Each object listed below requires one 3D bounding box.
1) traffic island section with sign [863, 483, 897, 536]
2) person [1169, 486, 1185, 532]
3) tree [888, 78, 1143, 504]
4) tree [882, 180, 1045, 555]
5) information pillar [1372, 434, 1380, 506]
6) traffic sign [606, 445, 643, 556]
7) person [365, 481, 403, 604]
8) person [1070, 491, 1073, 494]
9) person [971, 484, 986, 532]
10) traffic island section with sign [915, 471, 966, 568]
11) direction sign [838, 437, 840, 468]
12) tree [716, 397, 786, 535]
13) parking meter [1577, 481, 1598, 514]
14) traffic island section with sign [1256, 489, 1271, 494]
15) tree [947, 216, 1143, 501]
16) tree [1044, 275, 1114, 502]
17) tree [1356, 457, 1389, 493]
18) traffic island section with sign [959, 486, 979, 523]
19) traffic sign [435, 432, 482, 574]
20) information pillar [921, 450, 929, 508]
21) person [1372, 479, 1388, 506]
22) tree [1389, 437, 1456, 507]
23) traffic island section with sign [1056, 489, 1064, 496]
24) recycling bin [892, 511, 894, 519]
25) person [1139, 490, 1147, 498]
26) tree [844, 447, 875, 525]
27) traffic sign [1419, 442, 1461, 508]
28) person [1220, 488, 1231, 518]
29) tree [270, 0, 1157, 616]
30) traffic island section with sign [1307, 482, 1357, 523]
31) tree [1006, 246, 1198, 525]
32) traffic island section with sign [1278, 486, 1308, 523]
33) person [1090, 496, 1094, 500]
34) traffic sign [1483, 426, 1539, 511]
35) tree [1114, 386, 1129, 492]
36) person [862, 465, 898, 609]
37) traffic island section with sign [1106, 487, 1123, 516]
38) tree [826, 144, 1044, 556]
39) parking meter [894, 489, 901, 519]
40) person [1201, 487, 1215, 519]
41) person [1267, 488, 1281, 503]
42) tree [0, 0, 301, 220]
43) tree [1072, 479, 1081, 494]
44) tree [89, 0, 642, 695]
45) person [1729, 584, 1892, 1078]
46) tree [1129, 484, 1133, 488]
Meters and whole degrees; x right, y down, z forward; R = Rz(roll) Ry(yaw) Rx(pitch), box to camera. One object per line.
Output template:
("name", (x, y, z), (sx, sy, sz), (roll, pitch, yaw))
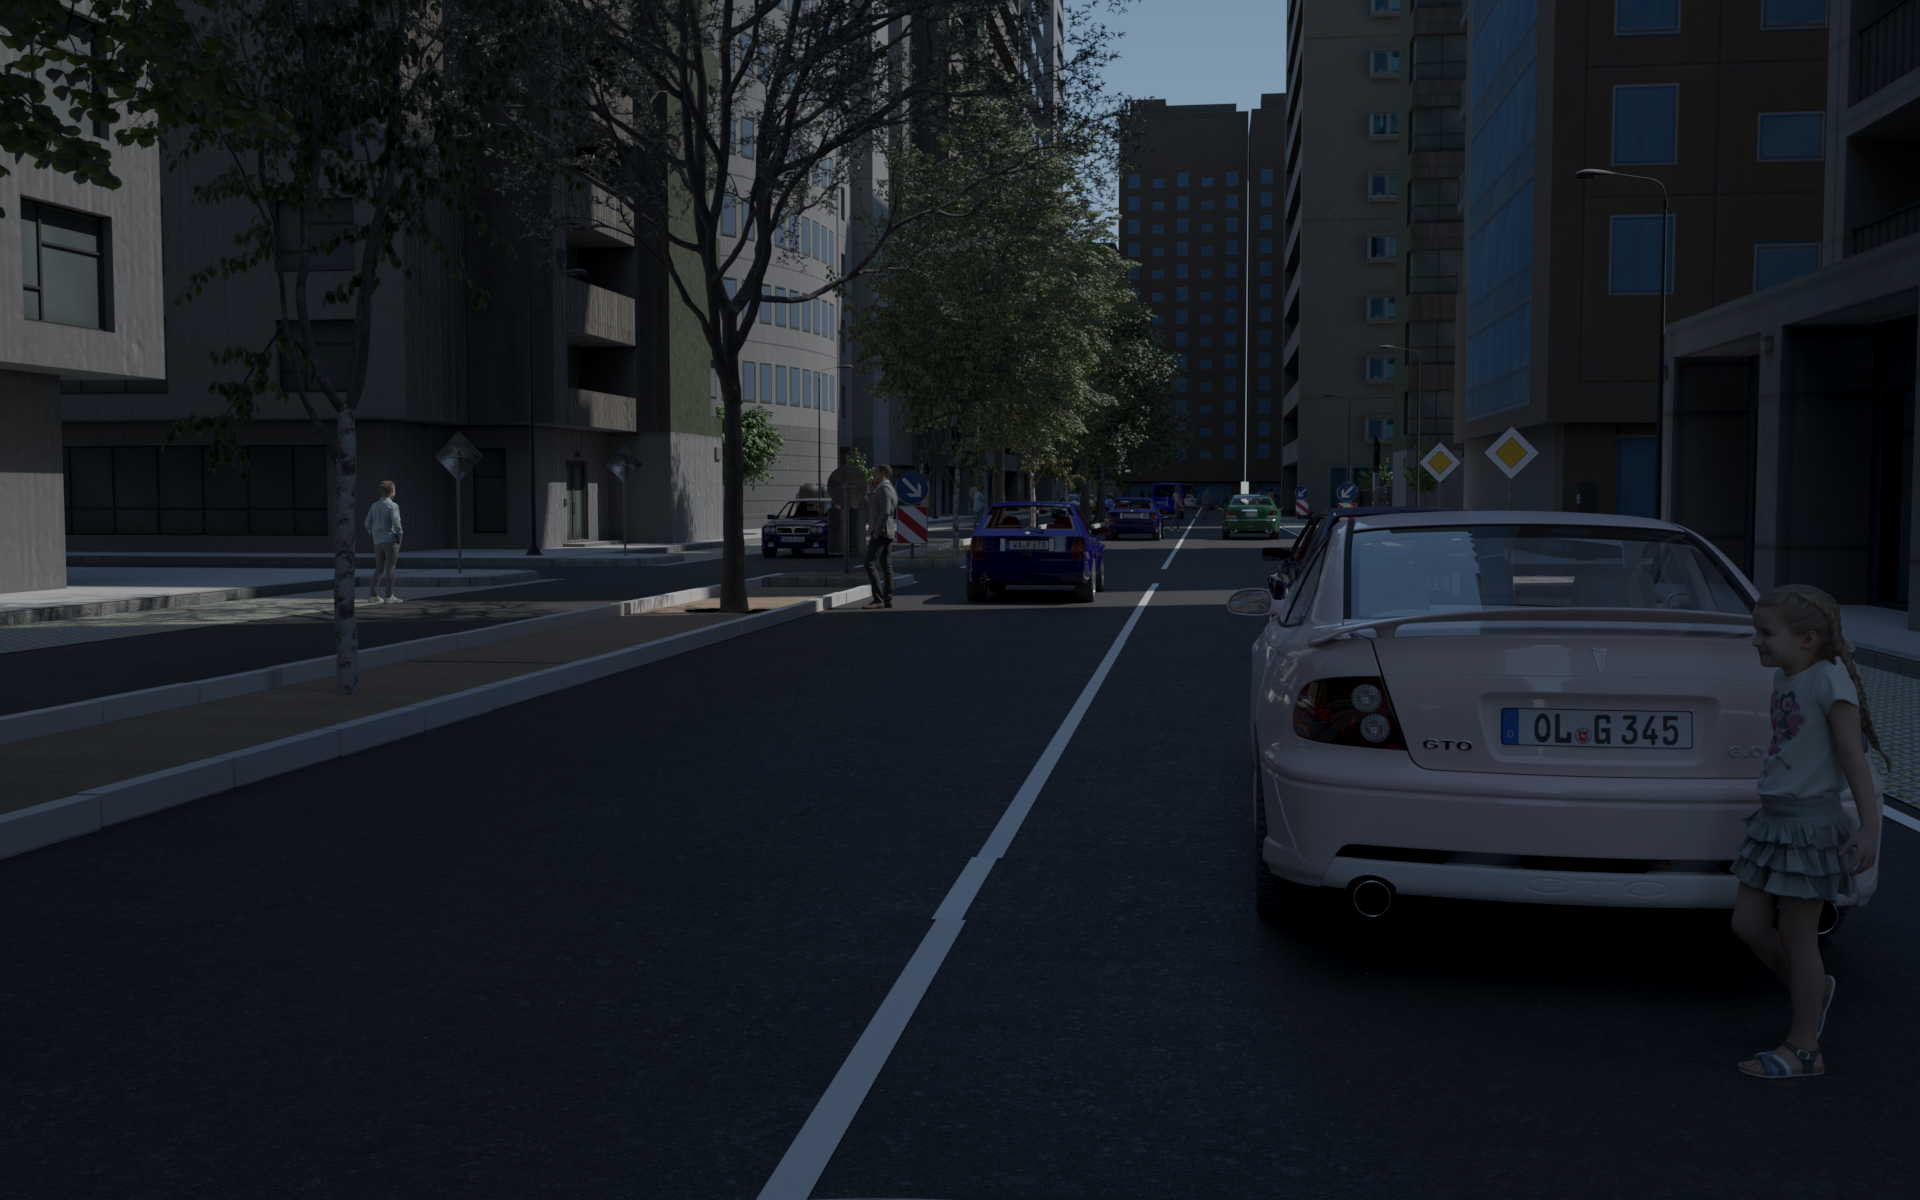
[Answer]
("traffic island section with sign", (-3.106, -3.152, 60.156), (1.989, 1.847, 2.006), (1, 4, 8))
("person", (8.190, -3.457, 65.610), (0.643, 1.750, 0.593), (-1, 4, -8))
("tree", (0.986, -7.713, 46.687), (7.486, 12.596, 7.792), (0, 3, 0))
("tree", (-0.079, -5.355, 40.367), (4.360, 8.622, 3.978), (0, 3, 0))
("information pillar", (16.224, -4.658, 67.520), (0.183, 3.616, 0.504), (3, 4, 37))
("traffic sign", (-6.925, -1.966, 35.785), (0.795, 2.450, 0.064), (1, 4, 8))
("person", (-7.513, -0.758, 22.704), (0.589, 1.601, 0.330), (2, 4, 33))
("person", (7.407, -6.472, 115.038), (1.217, 1.743, 0.721), (1, 4, 10))
("person", (0.698, -3.448, 65.132), (0.793, 1.790, 0.793), (2, 4, 30))
("traffic island section with sign", (-0.845, -1.620, 34.626), (2.006, 1.907, 1.989), (1, 4, 8))
("direction sign", (-4.821, -4.714, 69.066), (0.379, 3.537, 0.876), (0, 4, -2))
("tree", (-7.160, -4.350, 54.842), (4.285, 4.588, 4.351), (0, 3, 0))
("parking meter", (12.130, -1.536, 33.522), (0.372, 1.533, 0.369), (0, 3, 0))
("traffic island section with sign", (23.858, -7.697, 134.471), (1.989, 1.847, 2.006), (1, 4, 8))
("tree", (2.740, -8.177, 61.910), (9.928, 11.665, 9.643), (0, 3, 0))
("tree", (2.258, -6.121, 52.897), (4.737, 8.622, 4.395), (0, 3, 0))
("tree", (18.755, -5.133, 78.531), (1.663, 3.219, 1.824), (0, 3, 0))
("traffic island section with sign", (0.764, -4.795, 87.025), (1.989, 1.847, 2.006), (1, 4, 8))
("traffic sign", (-8.065, -1.483, 27.882), (0.795, 2.450, 0.064), (1, 4, 8))
("information pillar", (-1.865, -6.183, 92.451), (0.504, 3.616, 0.183), (-3, 5, -44))
("person", (11.576, -2.406, 47.644), (0.447, 1.846, 0.655), (-1, 4, -10))
("tree", (15.871, -3.953, 59.231), (1.663, 3.219, 1.824), (0, 3, 0))
("traffic island section with sign", (7.953, -7.839, 136.793), (1.989, 1.847, 2.006), (1, 4, 8))
("recycling bin", (-3.665, -4.759, 90.358), (0.722, 1.027, 0.722), (0, 4, 3))
("person", (16.980, -9.319, 160.873), (0.705, 1.822, 1.348), (-3, 5, -39))
("tree", (-4.349, -4.676, 71.056), (1.663, 3.219, 1.824), (0, 3, 0))
("traffic sign", (9.250, -1.822, 33.439), (0.795, 2.450, 0.064), (1, 4, 8))
("person", (15.843, -5.794, 103.582), (0.721, 1.781, 0.623), (0, 4, -7))
("tree", (-2.710, -6.573, 20.302), (12.009, 13.543, 11.850), (0, 3, 0))
("traffic island section with sign", (12.867, -3.040, 58.324), (1.989, 1.847, 2.006), (1, 4, 8))
("tree", (5.615, -9.677, 77.687), (9.611, 12.733, 9.660), (0, 3, 0))
("traffic island section with sign", (16.906, -4.757, 86.400), (1.989, 1.847, 2.006), (1, 4, 8))
("person", (8.825, -6.838, 120.827), (1.217, 1.766, 0.721), (-1, 4, -21))
("traffic sign", (8.109, -1.339, 25.536), (0.795, 2.450, 0.064), (1, 4, 8))
("tree", (4.387, -7.162, 69.926), (4.737, 8.622, 4.395), (0, 3, 0))
("person", (-1.014, -0.798, 21.726), (0.473, 1.802, 0.592), (1, 4, 21))
("traffic island section with sign", (9.877, -6.169, 108.998), (2.006, 1.907, 1.989), (1, 4, 8))
("tree", (-0.745, -5.074, 35.775), (4.737, 8.622, 4.395), (0, 3, 0))
("parking meter", (-3.223, -4.930, 89.023), (0.372, 1.533, 0.369), (0, 3, 0))
("person", (13.993, -5.470, 98.063), (0.853, 1.813, 0.709), (2, 4, 32))
("person", (20.076, -6.299, 111.590), (1.348, 1.812, 0.705), (2, 4, 28))
("tree", (-4.771, -5.186, 5.368), (7.486, 12.596, 7.792), (0, 3, 0))
("tree", (12.640, -11.778, 187.165), (1.663, 3.219, 1.824), (0, 3, 0))
("tree", (-4.351, -3.640, 12.332), (4.360, 8.622, 3.978), (0, 3, 0))
("person", (2.125, 0.568, 4.232), (0.382, 1.210, 0.505), (0, 4, -4))
("tree", (7.881, -8.679, 94.727), (4.737, 8.622, 4.395), (0, 3, 0))
